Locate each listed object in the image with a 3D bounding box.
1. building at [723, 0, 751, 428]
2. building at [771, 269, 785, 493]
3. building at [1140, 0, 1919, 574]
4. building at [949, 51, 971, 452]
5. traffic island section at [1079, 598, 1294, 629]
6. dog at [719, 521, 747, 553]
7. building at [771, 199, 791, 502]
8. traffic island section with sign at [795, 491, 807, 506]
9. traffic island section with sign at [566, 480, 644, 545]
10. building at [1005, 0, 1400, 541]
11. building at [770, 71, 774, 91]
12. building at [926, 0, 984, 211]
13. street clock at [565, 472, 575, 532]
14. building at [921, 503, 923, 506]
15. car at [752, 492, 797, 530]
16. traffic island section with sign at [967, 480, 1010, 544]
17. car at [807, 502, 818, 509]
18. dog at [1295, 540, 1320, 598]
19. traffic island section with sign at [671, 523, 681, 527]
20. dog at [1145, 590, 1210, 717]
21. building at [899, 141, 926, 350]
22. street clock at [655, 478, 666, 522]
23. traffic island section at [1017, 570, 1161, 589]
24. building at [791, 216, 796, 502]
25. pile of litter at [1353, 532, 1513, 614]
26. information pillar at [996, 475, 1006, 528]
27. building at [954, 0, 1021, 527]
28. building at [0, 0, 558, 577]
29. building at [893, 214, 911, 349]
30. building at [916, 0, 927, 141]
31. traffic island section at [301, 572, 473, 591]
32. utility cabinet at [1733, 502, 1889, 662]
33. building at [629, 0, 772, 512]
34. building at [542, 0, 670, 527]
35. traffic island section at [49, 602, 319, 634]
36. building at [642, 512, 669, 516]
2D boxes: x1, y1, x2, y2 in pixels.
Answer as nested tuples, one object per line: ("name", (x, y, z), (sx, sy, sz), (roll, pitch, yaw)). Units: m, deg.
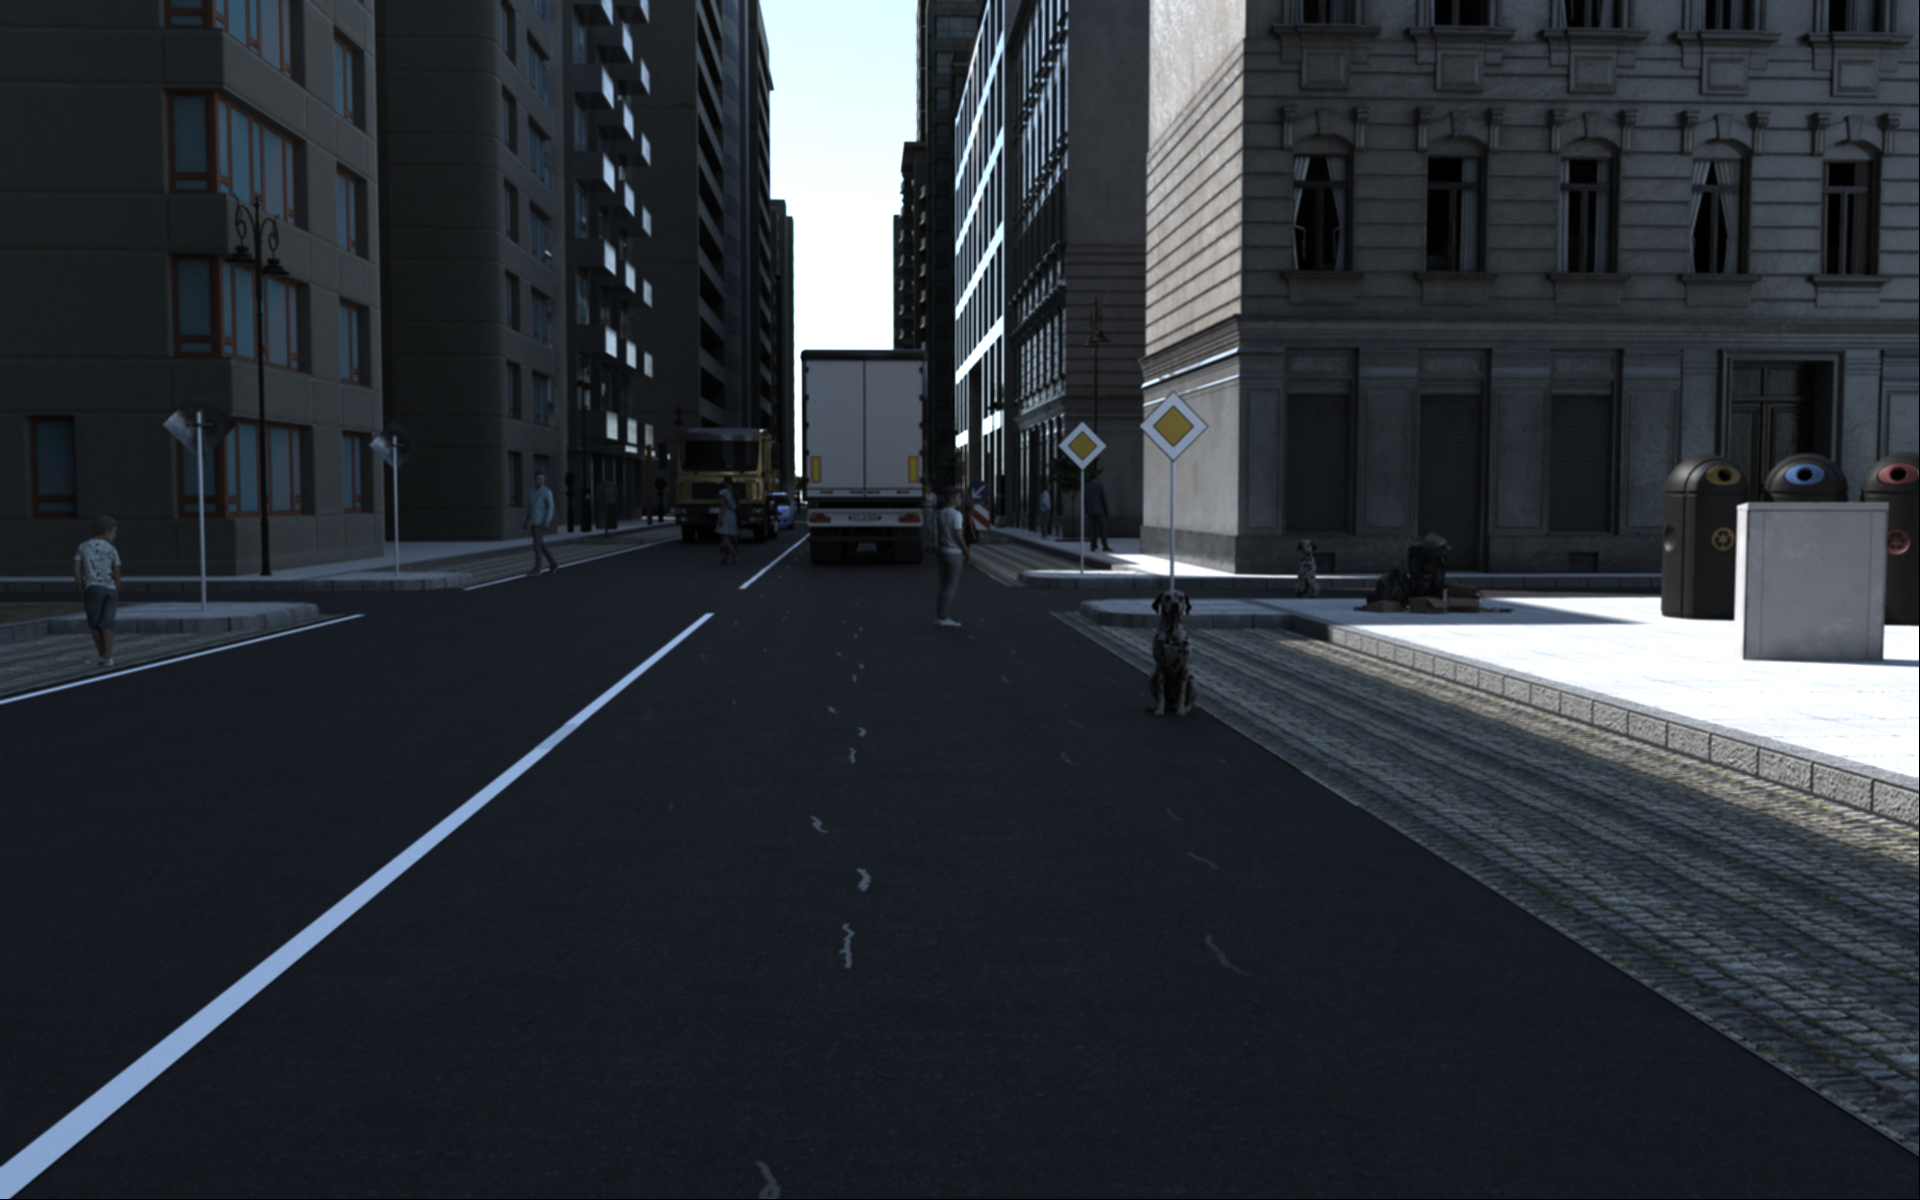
("building", (-27.969, -36.321, 135.851), (21.231, 58.520, 28.212), (0, 4, -3))
("building", (-29.580, -27.366, 219.141), (14.160, 30.474, 14.107), (0, 4, -3))
("building", (13.024, -11.195, 32.193), (18.267, 20.994, 9.793), (0, 4, -3))
("building", (6.187, -21.132, 117.215), (14.160, 30.474, 14.107), (0, 4, -3))
("traffic island section", (2.455, 0.157, 19.717), (2.009, 0.180, 2.903), (0, 4, -3))
("dog", (-5.714, -1.575, 42.585), (0.800, 0.831, 0.513), (2, 4, 29))
("building", (-30.539, -33.608, 233.083), (14.154, 41.232, 14.086), (0, 4, -3))
("traffic island section with sign", (-19.354, -12.186, 207.870), (1.989, 1.847, 2.006), (0, 4, -3))
("traffic island section with sign", (-10.156, -2.514, 49.732), (1.989, 1.847, 2.006), (0, 4, -3))
("building", (7.147, -12.828, 58.890), (9.793, 20.994, 18.267), (0, 4, -3))
("building", (-35.978, -37.190, 197.293), (28.713, 52.752, 27.495), (0, 4, -3))
("building", (4.091, -28.287, 146.085), (14.154, 41.232, 14.086), (0, 4, -3))
("street clock", (-13.056, -3.269, 58.018), (0.358, 2.002, 0.471), (0, 4, -2))
("building", (12.507, -29.016, 166.300), (32.217, 40.220, 23.993), (0, 4, -3))
("car", (-7.627, -3.734, 70.639), (1.945, 1.707, 3.694), (0, 4, -5))
("traffic island section with sign", (0.374, -2.523, 49.876), (1.989, 1.847, 2.006), (0, 4, -3))
("car", (-12.834, -8.790, 155.719), (2.014, 1.417, 4.499), (0, 4, -5))
("dog", (4.526, -0.380, 23.051), (0.800, 0.831, 0.513), (-3, 5, -41))
("traffic island section with sign", (-11.722, -4.160, 76.642), (1.989, 1.847, 2.006), (0, 4, -3))
("dog", (1.497, 0.334, 11.377), (0.800, 0.831, 0.513), (-3, 5, -40))
("building", (3.771, -34.130, 212.651), (22.147, 44.769, 28.867), (0, 4, -3))
("street clock", (-13.624, -4.540, 78.802), (0.471, 2.002, 0.358), (1, 4, 14))
("traffic island section", (1.992, -0.331, 27.688), (2.009, 0.180, 2.903), (0, 4, -3))
("building", (-30.864, -34.468, 247.150), (14.154, 41.232, 14.086), (0, 4, -3))
("pile of litter", (5.222, -0.308, 19.005), (1.719, 0.858, 1.176), (1, 4, 18))
("information pillar", (1.555, -3.768, 66.102), (0.304, 2.012, 0.304), (-2, 4, -27))
("building", (10.312, -17.162, 85.111), (19.350, 26.468, 34.151), (0, 4, -3))
("building", (-25.934, -11.922, 39.970), (27.650, 21.520, 28.899), (0, 4, -3))
("building", (-2.896, -34.952, 255.060), (14.154, 41.232, 14.086), (0, 4, -3))
("building", (2.349, -48.822, 236.496), (20.563, 71.187, 20.611), (0, 4, -3))
("traffic island section", (-8.832, -0.293, 27.066), (2.009, 0.180, 2.903), (0, 4, -3))
("utility cabinet", (6.584, -0.139, 13.431), (1.020, 1.237, 0.306), (0, 4, 8))
("building", (-28.794, -32.863, 161.009), (21.300, 48.544, 21.600), (0, 4, -3))
("building", (-25.985, -27.963, 76.797), (23.786, 49.044, 30.456), (0, 4, -3))
("traffic island section", (-8.368, 0.195, 19.095), (2.009, 0.180, 2.903), (0, 4, -3))
("building", (-26.677, -29.824, 111.329), (21.300, 48.544, 21.600), (0, 4, -3))
